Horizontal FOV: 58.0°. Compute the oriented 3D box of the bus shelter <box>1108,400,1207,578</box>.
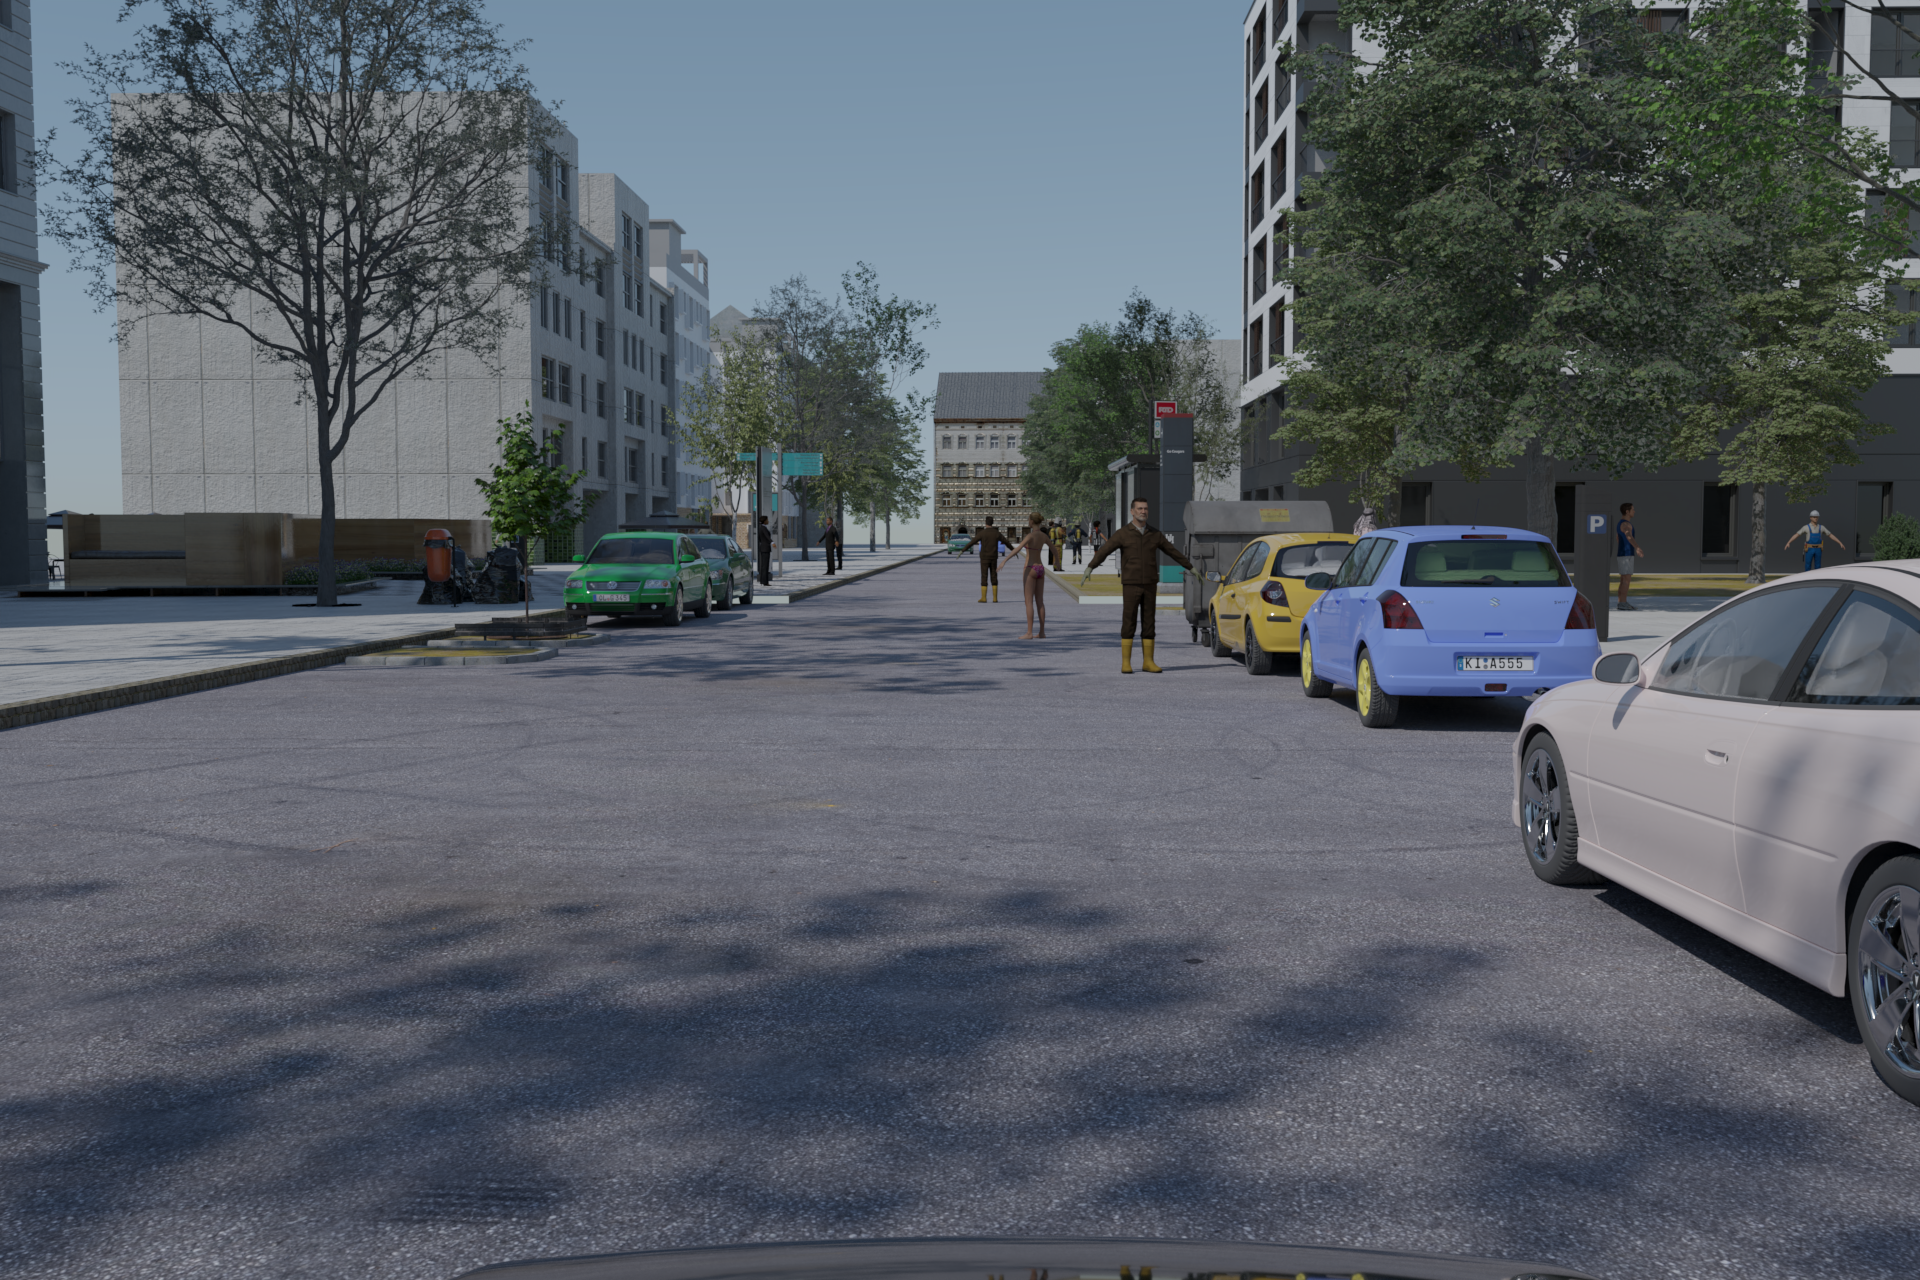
[{"bbox_3d":[5.446,-4.400,49.576,2.179,5.291,8.768,0,4,0],"label":"bus shelter"}]

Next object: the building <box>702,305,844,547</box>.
[{"bbox_3d":[-21.866,-21.074,175.487,19.493,23.208,18.063,0,4,1],"label":"building"}]

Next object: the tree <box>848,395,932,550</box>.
[{"bbox_3d":[-6.321,-13.697,142.070,7.486,12.596,7.792,0,3,0],"label":"tree"}]

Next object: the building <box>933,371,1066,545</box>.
[{"bbox_3d":[6.209,-24.448,233.114,18.063,23.208,19.493,0,4,4],"label":"building"}]

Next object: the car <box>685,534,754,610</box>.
[{"bbox_3d":[-5.192,-1.364,34.103,2.131,1.459,4.920,0,4,1],"label":"car"}]

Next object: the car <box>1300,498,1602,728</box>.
[{"bbox_3d":[3.846,-0.275,14.091,1.945,1.707,3.694,0,4,1],"label":"car"}]

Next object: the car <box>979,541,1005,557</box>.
[{"bbox_3d":[2.079,-6.242,111.655,1.945,1.707,3.694,0,4,1],"label":"car"}]

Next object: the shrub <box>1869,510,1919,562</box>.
[{"bbox_3d":[29.296,-3.034,54.021,1.690,2.028,1.600,0,3,0],"label":"shrub"}]

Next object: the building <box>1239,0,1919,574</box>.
[{"bbox_3d":[25.300,-13.916,71.502,27.936,21.610,32.646,0,4,1],"label":"building"}]

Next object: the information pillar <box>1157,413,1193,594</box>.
[{"bbox_3d":[4.674,-2.941,37.465,0.750,3.857,0.750,0,3,0],"label":"information pillar"}]

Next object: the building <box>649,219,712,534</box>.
[{"bbox_3d":[-22.203,-15.231,105.453,16.016,20.090,11.380,0,4,1],"label":"building"}]

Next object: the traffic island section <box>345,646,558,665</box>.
[{"bbox_3d":[-5.720,0.182,19.886,1.991,0.108,1.994,0,4,1],"label":"traffic island section"}]

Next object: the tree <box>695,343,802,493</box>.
[{"bbox_3d":[-7.814,-7.077,66.072,4.737,8.622,4.395,0,3,0],"label":"tree"}]

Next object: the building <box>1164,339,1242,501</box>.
[{"bbox_3d":[26.870,-18.313,165.880,16.747,18.905,31.486,0,4,1],"label":"building"}]

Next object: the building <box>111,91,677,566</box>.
[{"bbox_3d":[-25.267,-13.390,85.385,16.747,18.905,31.486,0,4,1],"label":"building"}]

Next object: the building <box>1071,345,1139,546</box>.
[{"bbox_3d":[26.463,-21.942,202.729,27.936,21.610,32.646,0,4,1],"label":"building"}]

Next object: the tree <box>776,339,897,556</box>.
[{"bbox_3d":[-7.153,-11.177,100.872,7.486,12.596,7.792,0,3,0],"label":"tree"}]

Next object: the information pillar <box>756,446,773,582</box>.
[{"bbox_3d":[-5.330,-3.419,47.212,0.184,3.620,1.656,0,4,3],"label":"information pillar"}]

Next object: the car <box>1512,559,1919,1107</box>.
[{"bbox_3d":[3.300,0.410,5.660,2.083,1.381,4.827,0,4,0],"label":"car"}]

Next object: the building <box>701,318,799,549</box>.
[{"bbox_3d":[-20.639,-18.126,152.781,16.016,20.090,11.380,0,4,0],"label":"building"}]

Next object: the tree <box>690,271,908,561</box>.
[{"bbox_3d":[-7.480,-10.489,81.868,12.009,13.543,11.850,0,3,0],"label":"tree"}]

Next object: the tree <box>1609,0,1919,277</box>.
[{"bbox_3d":[9.402,-5.449,14.843,9.928,11.665,9.643,0,3,0],"label":"tree"}]

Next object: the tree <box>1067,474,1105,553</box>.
[{"bbox_3d":[8.810,-10.215,117.374,4.737,8.622,4.395,0,3,0],"label":"tree"}]

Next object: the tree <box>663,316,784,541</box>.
[{"bbox_3d":[-7.783,-6.637,58.883,4.737,8.622,4.395,0,3,0],"label":"tree"}]

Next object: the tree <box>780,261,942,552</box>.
[{"bbox_3d":[-7.274,-16.337,122.992,12.611,20.169,13.585,0,3,0],"label":"tree"}]

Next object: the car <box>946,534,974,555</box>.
[{"bbox_3d":[0.053,-6.780,122.647,2.131,1.459,4.920,0,4,1],"label":"car"}]

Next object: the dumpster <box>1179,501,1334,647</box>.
[{"bbox_3d":[3.817,-0.867,22.387,1.865,1.857,1.264,0,4,0],"label":"dumpster"}]

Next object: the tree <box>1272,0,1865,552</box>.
[{"bbox_3d":[10.005,-7.508,29.411,9.857,13.997,8.962,0,3,0],"label":"tree"}]

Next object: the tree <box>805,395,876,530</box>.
[{"bbox_3d":[-6.796,-8.699,92.597,4.737,8.622,4.395,0,3,0],"label":"tree"}]

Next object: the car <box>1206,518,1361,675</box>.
[{"bbox_3d":[3.782,-0.537,19.004,2.015,1.641,3.980,0,4,0],"label":"car"}]

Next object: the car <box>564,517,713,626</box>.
[{"bbox_3d":[-5.203,-1.195,28.336,1.959,1.807,4.718,0,4,1],"label":"car"}]

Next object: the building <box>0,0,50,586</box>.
[{"bbox_3d":[-28.218,-15.294,27.550,11.434,29.767,29.804,0,4,1],"label":"building"}]

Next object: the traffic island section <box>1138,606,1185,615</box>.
[{"bbox_3d":[4.206,-0.528,31.505,1.991,0.108,1.994,0,4,2],"label":"traffic island section"}]
